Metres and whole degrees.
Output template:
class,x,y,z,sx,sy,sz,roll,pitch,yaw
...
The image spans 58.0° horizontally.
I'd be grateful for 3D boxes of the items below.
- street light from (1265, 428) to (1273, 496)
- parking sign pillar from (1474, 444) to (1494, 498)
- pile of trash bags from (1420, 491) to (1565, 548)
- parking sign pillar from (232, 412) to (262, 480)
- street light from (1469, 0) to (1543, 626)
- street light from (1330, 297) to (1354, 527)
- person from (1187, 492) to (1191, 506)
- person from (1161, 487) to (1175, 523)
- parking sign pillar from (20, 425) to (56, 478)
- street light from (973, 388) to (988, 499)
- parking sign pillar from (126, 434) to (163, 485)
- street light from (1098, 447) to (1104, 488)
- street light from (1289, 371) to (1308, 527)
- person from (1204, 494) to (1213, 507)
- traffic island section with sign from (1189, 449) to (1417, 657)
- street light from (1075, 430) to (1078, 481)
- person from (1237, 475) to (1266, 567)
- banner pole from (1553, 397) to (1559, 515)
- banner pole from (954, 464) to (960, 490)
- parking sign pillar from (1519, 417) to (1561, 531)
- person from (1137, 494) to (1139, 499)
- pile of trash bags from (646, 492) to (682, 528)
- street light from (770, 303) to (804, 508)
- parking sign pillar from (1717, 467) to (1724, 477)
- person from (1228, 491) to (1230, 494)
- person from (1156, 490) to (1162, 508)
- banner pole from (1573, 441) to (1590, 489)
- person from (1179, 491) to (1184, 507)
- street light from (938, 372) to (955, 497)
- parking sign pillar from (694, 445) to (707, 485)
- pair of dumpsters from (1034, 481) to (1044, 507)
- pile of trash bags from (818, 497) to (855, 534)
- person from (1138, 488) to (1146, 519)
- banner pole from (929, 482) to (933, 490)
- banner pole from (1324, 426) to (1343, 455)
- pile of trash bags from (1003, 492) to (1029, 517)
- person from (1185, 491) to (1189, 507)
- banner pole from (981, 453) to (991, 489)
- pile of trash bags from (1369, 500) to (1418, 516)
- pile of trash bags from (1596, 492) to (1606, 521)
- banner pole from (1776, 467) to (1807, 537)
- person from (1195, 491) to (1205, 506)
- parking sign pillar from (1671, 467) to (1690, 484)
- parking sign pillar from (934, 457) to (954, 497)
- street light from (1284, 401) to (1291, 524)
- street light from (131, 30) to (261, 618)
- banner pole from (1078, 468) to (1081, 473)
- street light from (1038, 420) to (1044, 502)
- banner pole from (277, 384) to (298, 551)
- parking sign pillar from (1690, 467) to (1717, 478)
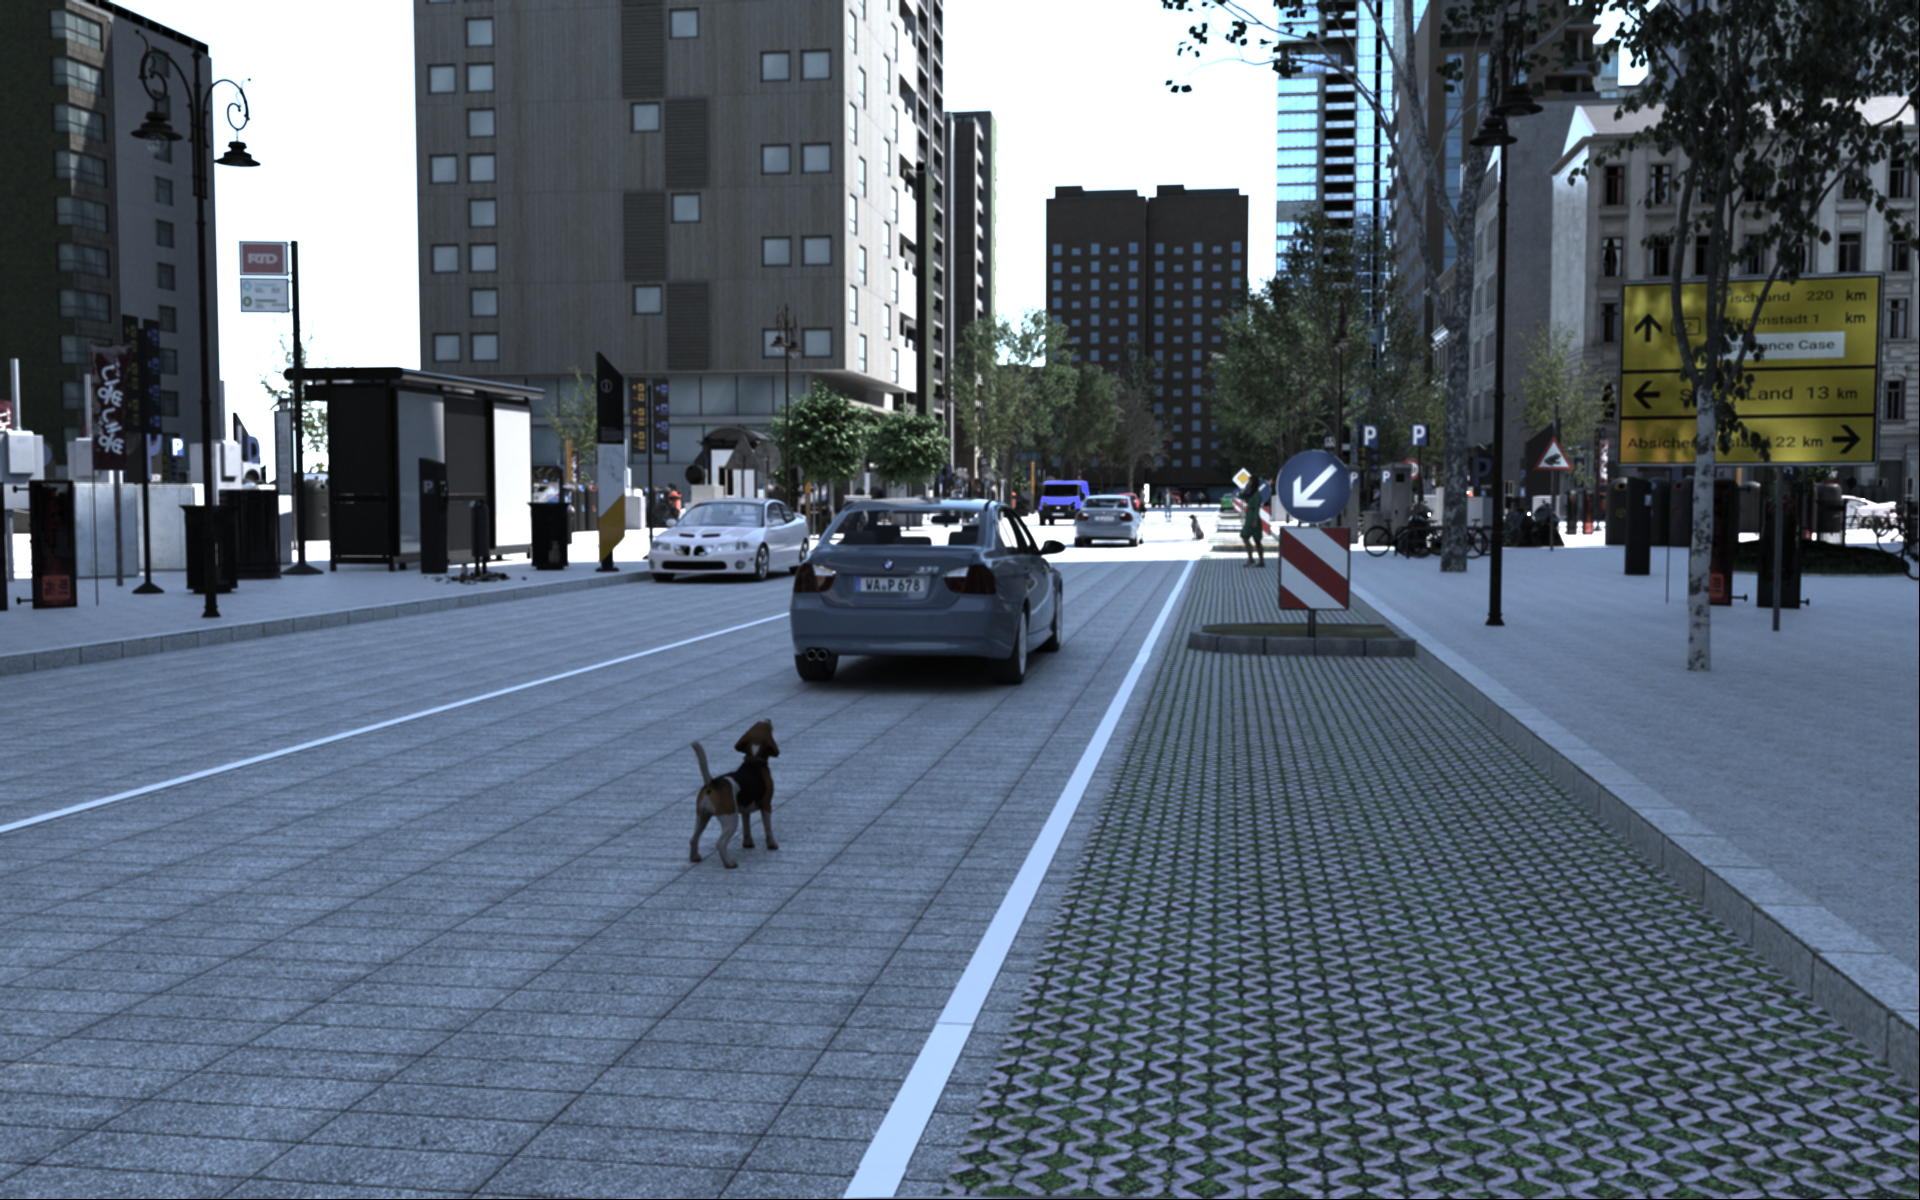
class,x,y,z,sx,sy,sz,roll,pitch,yaw
street light,17.805,-7.701,98.694,0.468,5.910,1.993,1,4,9
parking sign pillar,27.950,-6.332,91.996,1.447,3.967,1.447,-2,4,-35
pile of trash bags,13.435,-2.048,43.235,1.912,1.369,3.447,-1,4,-23
parking sign pillar,-23.613,-4.217,57.419,1.447,3.967,1.447,0,4,-1
street light,5.236,-2.690,16.775,0.468,5.910,1.993,1,4,9
street light,8.939,-4.153,40.689,0.468,5.910,1.993,1,4,9
person,26.721,-11.804,202.418,0.530,1.710,0.541,-1,4,-14
person,10.330,-4.729,86.173,0.623,1.781,0.721,-1,4,-14
parking sign pillar,-34.234,-4.627,64.126,1.447,3.967,1.447,3,5,45
street light,0.897,-6.268,75.269,0.468,5.910,1.993,1,4,9
parking sign pillar,-19.829,-3.281,42.122,1.447,3.967,1.447,0,4,-6
street light,11.944,-10.677,147.348,0.468,5.910,1.993,1,4,9
street light,12.726,-5.627,64.782,0.468,5.910,1.993,1,4,9
person,27.757,-11.111,193.429,1.065,1.426,0.557,0,4,-4
traffic island section with sign,3.156,-0.462,16.182,1.989,1.847,2.006,1,4,9
street light,8.284,-9.206,123.298,0.468,5.910,1.993,1,4,9
person,5.725,-1.526,33.692,0.529,1.795,0.600,-1,4,-15
banner pole,15.505,-3.374,45.182,0.401,3.779,0.863,1,4,12
banner pole,-0.258,-9.401,143.718,0.401,3.779,0.863,-3,5,-42
parking sign pillar,20.266,-4.407,60.528,1.447,3.967,1.447,-1,4,-12
person,15.614,-8.573,151.920,0.557,1.426,1.065,-1,4,-9
pile of trash bags,-11.463,-3.449,66.140,1.912,1.369,3.447,1,4,13
street light,-4.190,-4.238,42.072,0.468,5.910,1.993,1,4,9
parking sign pillar,60.983,-9.232,139.423,1.447,3.967,1.447,-2,4,-34
person,30.674,-11.560,197.520,1.348,1.823,0.705,2,4,28
person,20.701,-10.487,179.992,0.705,1.821,1.348,-1,4,-16
banner pole,29.395,-5.613,81.789,0.863,3.779,0.401,3,4,36
person,24.344,-11.077,190.437,0.721,1.723,1.217,-1,4,-17
street light,-0.526,-5.695,65.900,0.468,5.910,1.993,1,4,9
parking sign pillar,-13.958,-6.481,94.438,1.447,3.967,1.447,-3,5,-43
pair of dumpsters,5.433,-7.524,125.518,1.574,2.255,4.437,1,4,9
pile of trash bags,-4.227,-2.837,56.133,1.912,1.369,3.447,1,4,16
person,10.401,-5.522,98.969,0.473,1.802,0.592,3,5,42
banner pole,-2.118,-8.613,130.832,0.863,3.779,0.401,2,4,25
banner pole,13.703,-4.491,63.444,0.863,3.779,0.401,2,4,27
pile of trash bags,2.947,-5.353,97.275,1.912,1.369,3.447,0,4,1
person,25.565,-11.379,195.269,0.721,1.735,1.217,2,4,27
banner pole,1.583,-6.845,101.934,0.863,3.779,0.401,-1,4,-19
pile of trash bags,14.566,-2.927,57.604,1.912,1.369,3.447,0,4,2
pile of trash bags,31.710,-4.415,81.940,1.912,1.369,3.447,-3,5,-40
banner pole,20.519,-3.213,42.555,0.863,3.779,0.401,2,4,35
person,27.698,-11.702,199.805,1.348,1.826,0.705,3,5,41
parking sign pillar,47.663,-7.808,116.129,1.447,3.967,1.447,-2,4,-30
parking sign pillar,-1.031,-7.494,111.006,1.447,3.967,1.447,-2,4,-31
street light,14.198,-6.243,74.857,0.468,5.910,1.993,1,4,9
street light,-7.814,-2.759,17.897,0.468,5.910,1.993,1,4,9
banner pole,10.082,-9.559,146.302,0.401,3.779,0.863,-1,4,-18
street light,4.643,-7.725,99.085,0.468,5.910,1.993,1,4,9
banner pole,-15.358,-3.032,39.590,0.863,3.779,0.401,3,5,42
parking sign pillar,54.560,-8.514,127.676,1.447,3.967,1.447,0,4,1
